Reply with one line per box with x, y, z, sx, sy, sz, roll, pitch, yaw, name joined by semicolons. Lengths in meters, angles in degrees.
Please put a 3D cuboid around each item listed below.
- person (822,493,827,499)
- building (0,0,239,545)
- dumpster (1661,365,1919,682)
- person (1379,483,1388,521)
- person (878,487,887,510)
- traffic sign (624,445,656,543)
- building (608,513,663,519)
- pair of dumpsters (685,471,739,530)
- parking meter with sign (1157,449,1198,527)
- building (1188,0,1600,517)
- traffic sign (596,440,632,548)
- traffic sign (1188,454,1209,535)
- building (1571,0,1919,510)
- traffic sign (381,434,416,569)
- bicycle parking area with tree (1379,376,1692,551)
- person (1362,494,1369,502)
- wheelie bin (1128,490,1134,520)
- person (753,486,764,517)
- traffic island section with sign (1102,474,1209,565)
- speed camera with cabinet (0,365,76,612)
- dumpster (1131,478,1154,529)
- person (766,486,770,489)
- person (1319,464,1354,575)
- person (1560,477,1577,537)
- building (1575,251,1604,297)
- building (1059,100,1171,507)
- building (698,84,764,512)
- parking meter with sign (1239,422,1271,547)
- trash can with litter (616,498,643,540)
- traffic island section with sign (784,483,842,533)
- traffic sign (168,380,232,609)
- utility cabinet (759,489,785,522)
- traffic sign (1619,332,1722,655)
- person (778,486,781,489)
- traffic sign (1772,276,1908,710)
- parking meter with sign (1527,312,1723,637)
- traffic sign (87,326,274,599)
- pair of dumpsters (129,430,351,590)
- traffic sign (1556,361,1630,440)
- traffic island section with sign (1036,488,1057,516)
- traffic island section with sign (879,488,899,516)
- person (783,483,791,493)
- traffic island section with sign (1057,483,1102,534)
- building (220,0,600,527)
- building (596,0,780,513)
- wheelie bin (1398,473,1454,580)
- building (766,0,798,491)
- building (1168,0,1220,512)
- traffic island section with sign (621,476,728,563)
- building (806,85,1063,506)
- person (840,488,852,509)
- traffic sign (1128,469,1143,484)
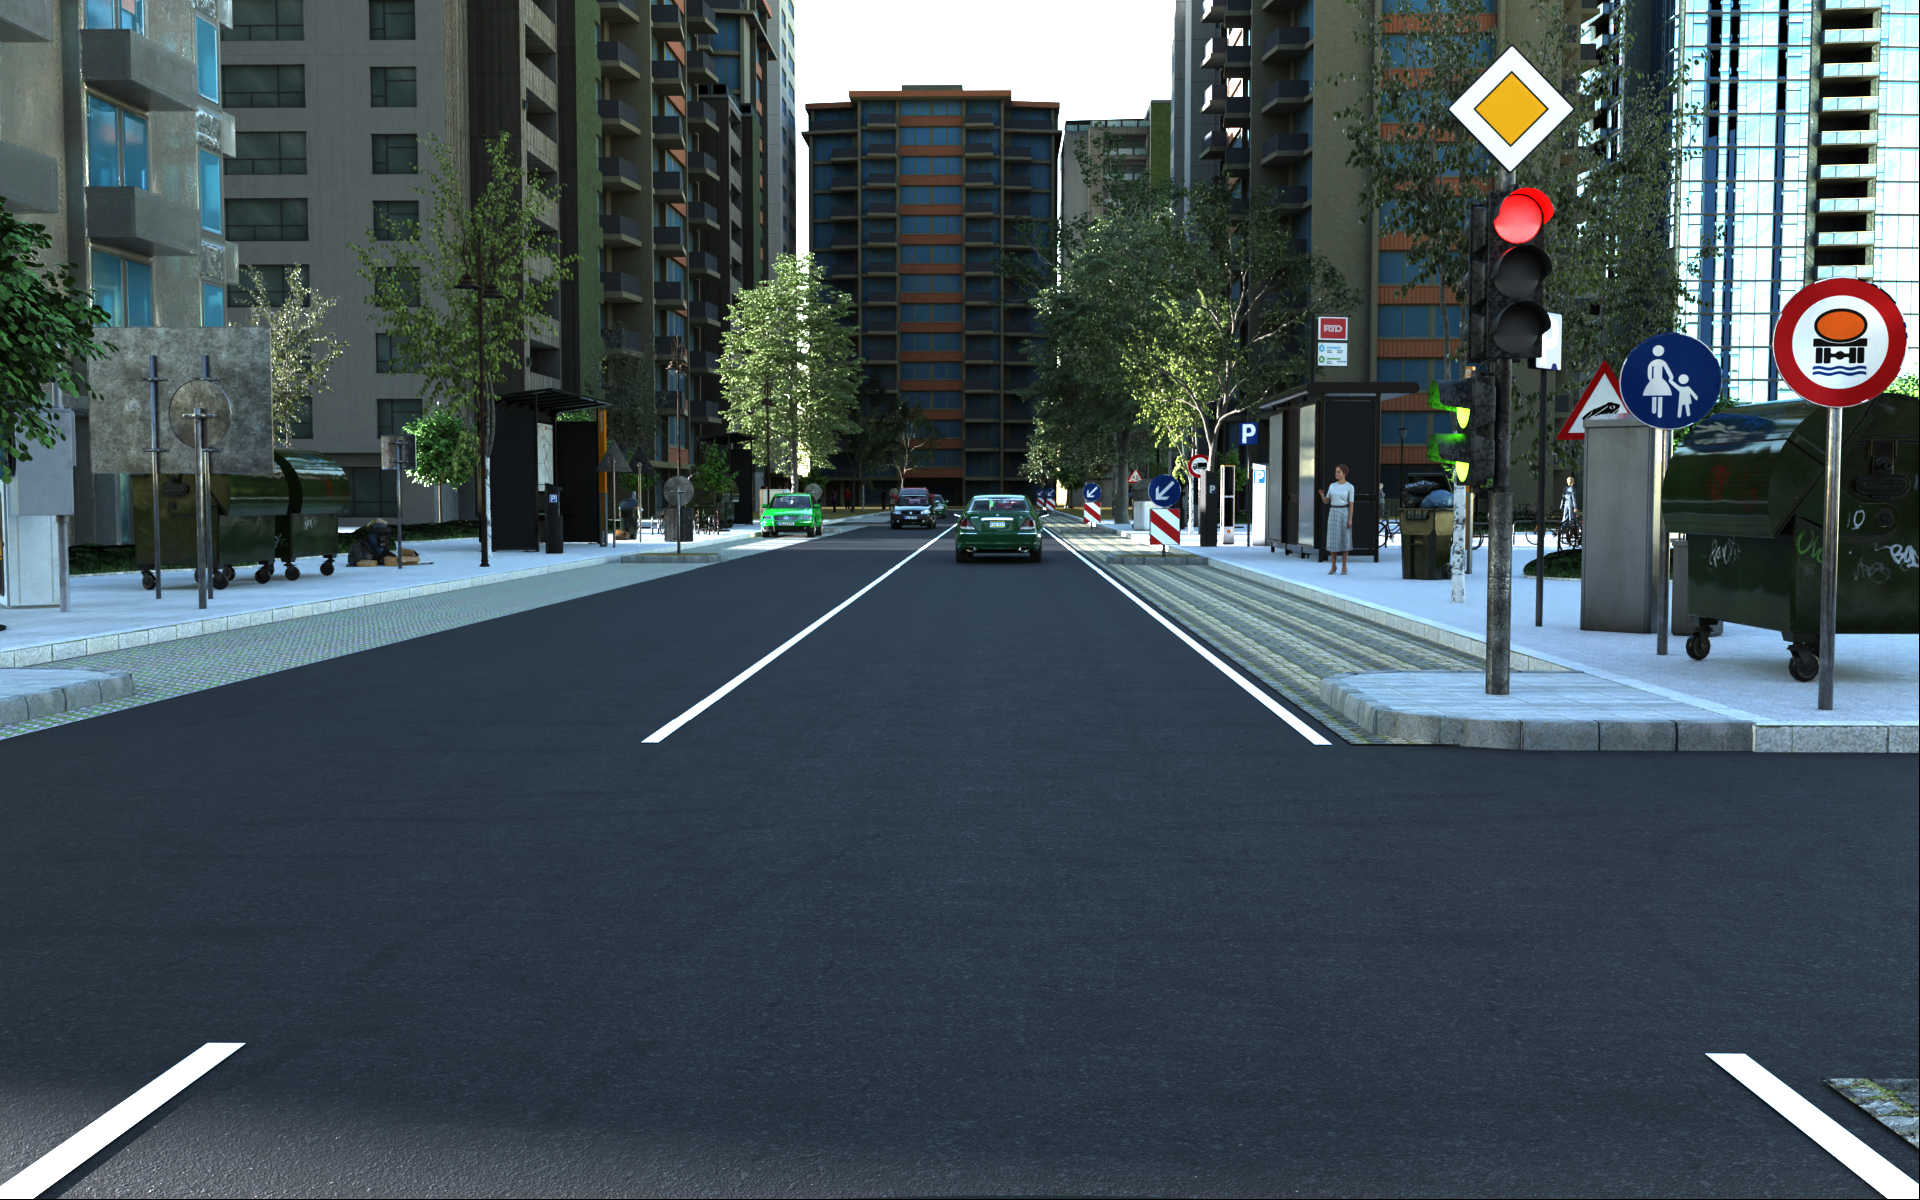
-12.045;-8.668;147.731;1.348;1.831;0.705;1;4;18;person
-29.745;-25.300;33.264;23.786;49.044;30.456;0;4;1;building
6.186;-0.614;12.526;1.502;2.255;1.985;0;4;1;dumpster
20.129;-4.681;82.768;0.526;1.800;0.537;0;4;-4;person
-6.063;-8.005;136.561;0.705;1.869;1.348;-2;4;-27;person
-8.458;-2.798;45.755;0.884;2.594;0.081;1;4;8;traffic sign
-26.210;-27.284;100.712;22.147;44.769;28.867;0;4;1;building
-9.151;-3.730;63.486;1.574;2.255;4.437;0;4;1;pair of dumpsters
8.535;-4.354;67.446;1.738;3.016;0.543;0;4;6;parking meter with sign
27.011;-27.883;110.507;22.147;44.769;28.867;0;4;1;building
-8.265;-2.529;41.348;0.884;2.594;0.081;0;4;3;traffic sign
7.594;-3.348;54.838;0.768;2.556;0.104;1;4;10;traffic sign
65.072;-50.589;139.802;31.000;86.520;22.319;0;4;1;building
-9.611;-1.684;29.670;0.606;2.300;0.079;0;4;5;traffic sign
14.712;-3.234;39.885;9.016;4.147;8.231;-1;4;-16;bicycle parking area with tree
20.028;-4.855;85.438;0.388;1.821;0.555;-1;4;-21;person
8.756;-4.726;85.181;0.980;1.594;0.693;0;4;2;wheelie bin
-10.990;-5.451;95.954;1.217;1.735;0.721;-3;5;-41;person
4.040;-1.658;35.731;1.989;1.847;2.006;0;4;1;traffic island section with sign
-10.344;-1.526;19.286;0.660;3.252;2.038;-2;4;-35;speed camera with cabinet
6.950;-3.520;63.311;1.264;1.857;1.865;0;4;1;dumpster
-9.731;-4.962;88.095;0.530;1.710;0.541;0;4;6;person
6.001;-1.283;27.593;0.480;1.755;0.524;2;4;32;person
17.693;-2.679;50.269;0.576;1.772;0.534;3;5;45;person
61.360;-30.573;183.459;14.086;41.232;14.154;0;4;1;building
17.757;-30.560;183.248;14.086;41.232;14.154;0;4;1;building
-21.896;-21.465;122.654;14.160;30.474;14.107;0;4;1;building
7.611;-2.846;42.796;0.543;3.016;1.738;3;5;43;parking meter with sign
-9.297;-2.268;48.472;0.624;1.170;1.055;0;4;6;trash can with litter
-5.362;-3.356;63.500;1.989;1.847;2.006;0;4;1;traffic island section with sign
-8.470;-1.174;19.295;0.768;2.556;0.104;1;4;10;traffic sign
-8.448;-4.240;78.009;1.173;1.500;0.318;-2;4;-35;utility cabinet
5.609;-0.835;13.757;0.768;2.556;0.104;1;4;11;traffic sign
-11.387;-6.314;109.364;1.348;1.812;0.705;1;4;9;person
5.156;-0.620;10.239;0.768;2.556;0.104;0;4;5;traffic sign
6.211;-1.215;16.130;1.738;3.016;0.543;3;5;43;parking meter with sign
-9.492;-1.666;21.105;2.265;3.308;0.079;0;4;2;traffic sign
-10.398;-1.385;25.140;1.574;2.255;4.437;0;4;1;pair of dumpsters
6.300;-1.041;17.019;0.884;2.594;0.081;0;4;8;traffic sign
5.771;-6.375;112.855;1.989;1.847;2.006;0;4;1;traffic island section with sign
-4.246;-6.389;113.090;1.989;1.847;2.006;0;4;1;traffic island section with sign
-7.181;-3.948;71.168;0.524;1.755;0.480;2;4;34;person
4.635;-3.311;62.761;1.989;1.847;2.006;0;4;1;traffic island section with sign
-23.631;-18.430;73.024;14.160;30.474;14.107;0;4;1;building
-28.751;-29.915;143.734;28.867;44.769;22.147;0;4;1;building
7.036;-1.110;26.052;0.693;1.594;0.980;-3;5;-45;wheelie bin
-32.144;-39.534;188.384;28.212;58.520;21.231;0;4;1;building
27.464;-36.501;138.785;21.231;58.520;28.212;0;4;1;building
-5.970;-1.708;36.552;1.989;1.847;2.006;0;4;1;traffic island section with sign
-3.608;-32.643;188.336;28.867;44.769;22.147;0;4;1;building
-9.674;-8.752;149.078;1.348;1.831;0.705;-1;4;-18;person
8.385;-5.064;82.797;0.884;2.594;0.081;0;4;4;traffic sign
